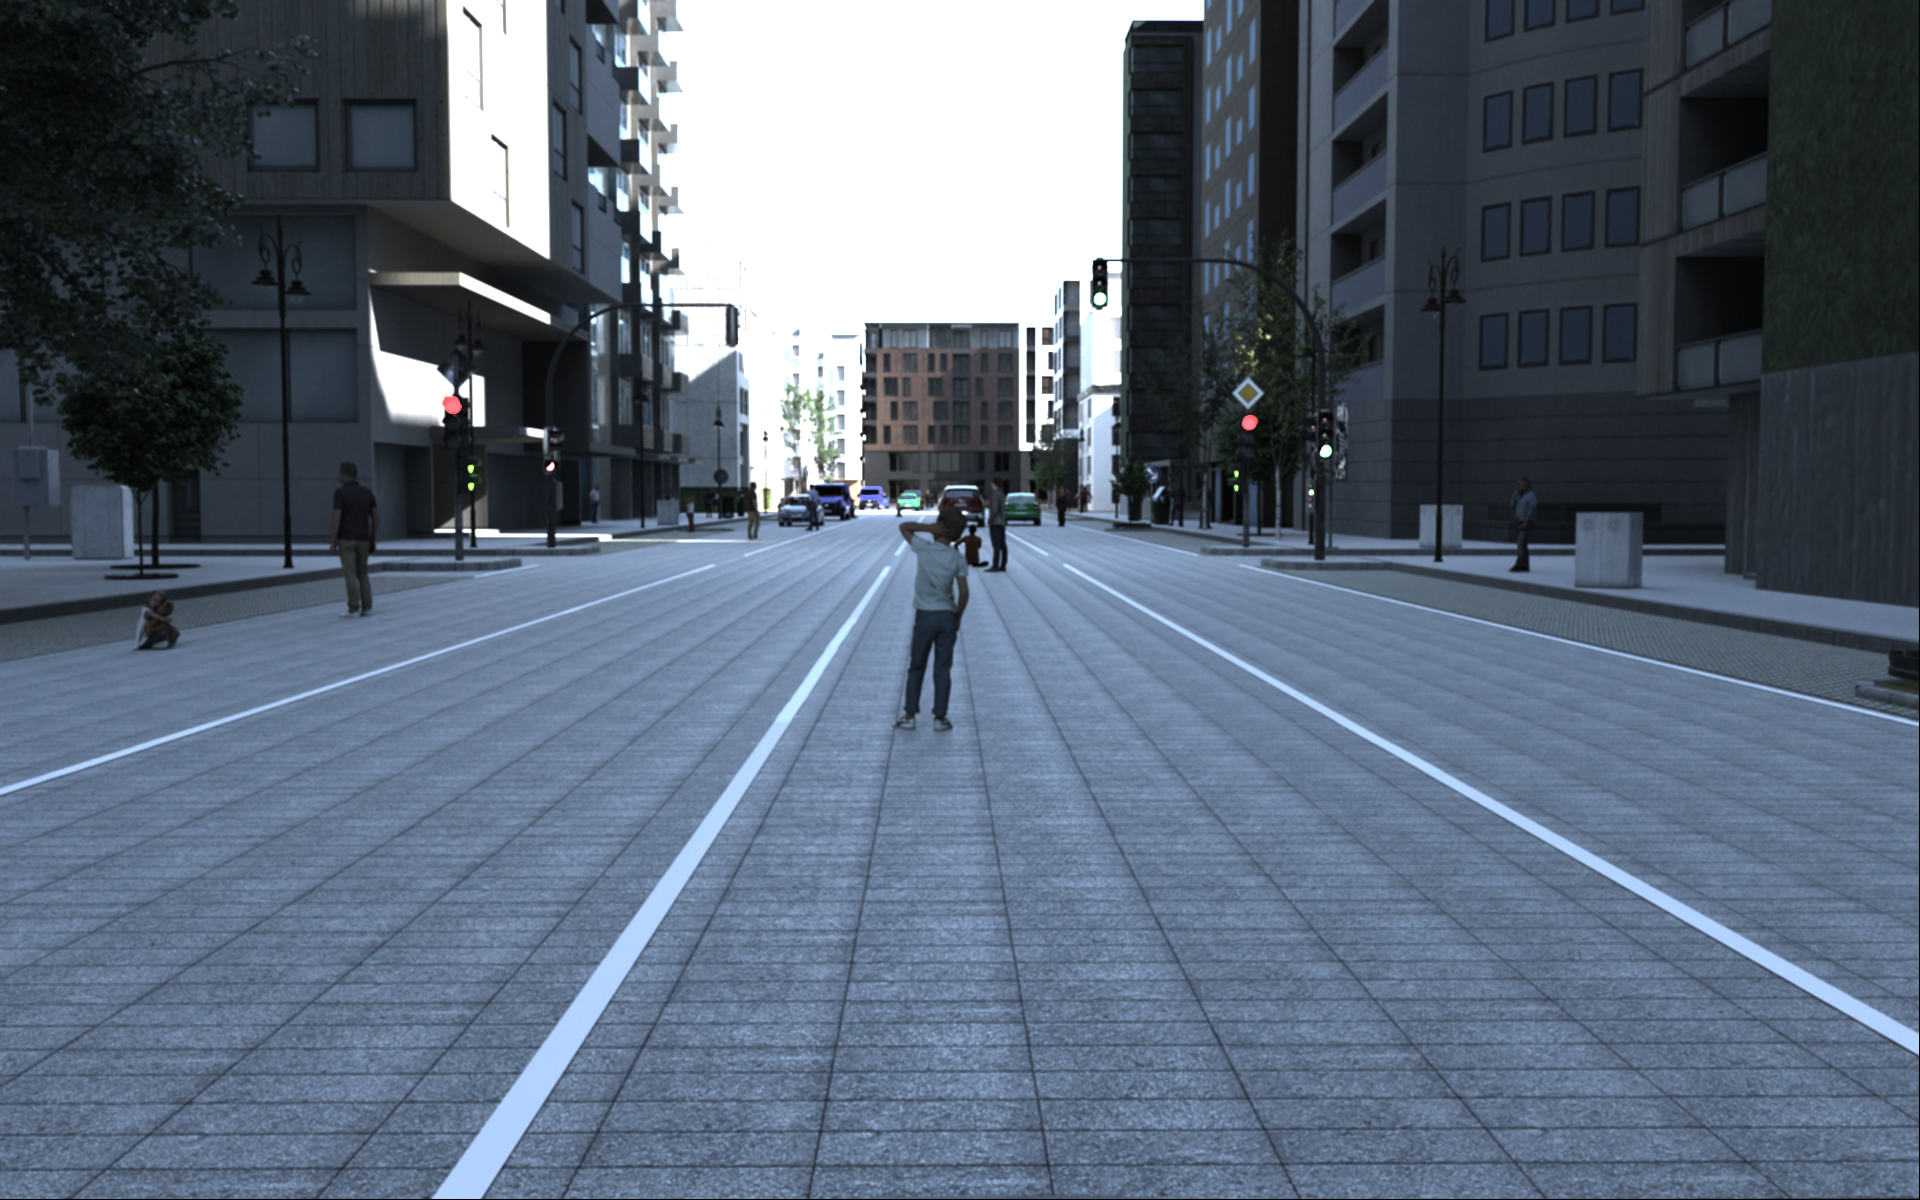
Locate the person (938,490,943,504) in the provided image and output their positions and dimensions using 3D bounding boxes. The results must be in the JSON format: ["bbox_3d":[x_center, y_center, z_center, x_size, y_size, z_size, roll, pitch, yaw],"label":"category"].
[{"bbox_3d":[-1.322,-6.959,122.952,0.551,1.740,0.621,1,4,9],"label":"person"}]

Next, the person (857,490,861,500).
[{"bbox_3d":[-9.164,-9.309,160.842,0.705,1.807,1.348,-3,5,-41],"label":"person"}]

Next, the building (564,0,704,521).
[{"bbox_3d":[-26.859,-28.899,92.115,23.786,49.044,30.456,0,4,-1],"label":"building"}]

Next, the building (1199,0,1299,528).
[{"bbox_3d":[17.969,-25.755,71.205,14.600,45.320,14.200,0,4,-1],"label":"building"}]

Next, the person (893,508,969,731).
[{"bbox_3d":[-0.180,0.114,10.540,0.435,1.345,0.340,-1,4,-10],"label":"person"}]

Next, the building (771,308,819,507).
[{"bbox_3d":[-21.452,-19.933,182.319,11.380,20.091,16.016,0,4,-1],"label":"building"}]

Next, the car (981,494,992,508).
[{"bbox_3d":[2.373,-9.129,159.049,2.009,1.686,4.222,0,4,-1],"label":"car"}]

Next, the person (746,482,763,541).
[{"bbox_3d":[-6.355,-2.740,53.430,0.434,1.807,0.598,-2,4,-23],"label":"person"}]

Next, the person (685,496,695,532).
[{"bbox_3d":[-10.110,-3.216,64.992,0.435,1.345,0.340,1,4,19],"label":"person"}]

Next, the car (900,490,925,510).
[{"bbox_3d":[-4.266,-8.998,155.783,2.281,1.827,5.304,0,4,-2],"label":"car"}]

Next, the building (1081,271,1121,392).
[{"bbox_3d":[18.808,-18.107,152.469,16.016,20.091,11.380,0,4,-1],"label":"building"}]

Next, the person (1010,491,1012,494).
[{"bbox_3d":[5.240,-10.188,175.866,1.217,1.735,0.721,2,4,35],"label":"person"}]

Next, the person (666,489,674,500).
[{"bbox_3d":[-14.407,-4.763,86.453,0.480,1.512,0.613,0,4,-2],"label":"person"}]

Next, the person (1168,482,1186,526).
[{"bbox_3d":[8.770,-3.881,69.945,0.683,1.767,0.568,0,4,-2],"label":"person"}]

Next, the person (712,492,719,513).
[{"bbox_3d":[-16.183,-6.435,114.443,0.799,1.438,0.628,3,5,44],"label":"person"}]

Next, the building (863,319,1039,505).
[{"bbox_3d":[4.699,-22.771,216.276,32.646,21.610,27.936,0,4,-1],"label":"building"}]

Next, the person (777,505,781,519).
[{"bbox_3d":[-9.824,-4.845,95.642,0.695,0.859,0.347,3,5,43],"label":"person"}]

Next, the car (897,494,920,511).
[{"bbox_3d":[-4.286,-8.300,144.495,1.959,1.807,4.718,0,4,1],"label":"car"}]

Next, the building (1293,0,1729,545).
[{"bbox_3d":[26.148,-31.193,52.003,28.212,58.520,21.231,0,4,-1],"label":"building"}]

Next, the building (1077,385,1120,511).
[{"bbox_3d":[14.649,-11.676,133.046,9.099,9.664,28.070,0,4,-1],"label":"building"}]

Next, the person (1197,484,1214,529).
[{"bbox_3d":[9.131,-3.523,64.465,0.655,1.722,0.431,1,4,22],"label":"person"}]

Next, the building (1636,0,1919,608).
[{"bbox_3d":[17.717,-20.812,23.869,14.154,41.232,14.086,0,4,-1],"label":"building"}]

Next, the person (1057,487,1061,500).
[{"bbox_3d":[8.224,-8.466,144.395,0.705,1.831,1.348,0,4,5],"label":"person"}]

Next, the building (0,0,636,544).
[{"bbox_3d":[-26.336,-28.493,55.099,28.713,52.752,27.495,0,4,-1],"label":"building"}]

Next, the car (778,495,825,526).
[{"bbox_3d":[-7.148,-4.064,78.443,2.014,1.417,4.499,0,4,1],"label":"car"}]

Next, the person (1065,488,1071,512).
[{"bbox_3d":[7.903,-7.342,127.012,0.541,1.710,0.530,0,4,2],"label":"person"}]

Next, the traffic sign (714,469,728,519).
[{"bbox_3d":[-12.099,-5.355,87.653,0.768,2.556,0.104,1,4,9],"label":"traffic sign"}]

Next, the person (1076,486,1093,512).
[{"bbox_3d":[8.837,-7.150,122.884,1.348,1.831,0.705,-1,4,-20],"label":"person"}]

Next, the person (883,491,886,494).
[{"bbox_3d":[-8.144,-10.830,186.236,0.621,1.740,0.551,1,4,22],"label":"person"}]

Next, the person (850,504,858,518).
[{"bbox_3d":[-6.471,-5.260,102.788,0.859,0.850,0.655,-1,4,-12],"label":"person"}]

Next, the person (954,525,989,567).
[{"bbox_3d":[0.182,-1.070,34.277,0.859,0.850,0.655,-1,4,-9],"label":"person"}]

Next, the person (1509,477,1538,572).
[{"bbox_3d":[9.246,-1.233,28.418,0.429,1.552,0.499,1,4,19],"label":"person"}]

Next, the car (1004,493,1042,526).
[{"bbox_3d":[2.825,-4.372,80.280,1.959,1.807,4.718,0,4,1],"label":"car"}]

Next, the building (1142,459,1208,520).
[{"bbox_3d":[26.447,-24.382,90.529,32.217,40.220,23.993,0,4,-1],"label":"building"}]

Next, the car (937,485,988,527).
[{"bbox_3d":[0.091,-4.174,76.917,2.281,1.827,5.304,0,4,1],"label":"car"}]

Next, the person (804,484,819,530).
[{"bbox_3d":[-5.876,-3.650,68.054,0.599,1.838,0.709,2,4,34],"label":"person"}]

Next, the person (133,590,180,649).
[{"bbox_3d":[-7.441,0.181,16.022,0.357,0.543,0.381,-1,4,-8],"label":"person"}]

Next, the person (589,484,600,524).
[{"bbox_3d":[-15.885,-4.199,75.637,0.436,1.711,0.756,2,4,26],"label":"person"}]

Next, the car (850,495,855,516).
[{"bbox_3d":[-7.860,-6.353,112.916,2.155,1.783,4.494,0,4,1],"label":"car"}]

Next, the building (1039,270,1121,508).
[{"bbox_3d":[23.160,-20.231,174.755,27.936,21.610,32.646,0,4,-1],"label":"building"}]

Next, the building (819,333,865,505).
[{"bbox_3d":[-17.468,-21.623,209.962,11.380,20.091,16.016,0,4,-1],"label":"building"}]

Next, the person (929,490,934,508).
[{"bbox_3d":[-2.967,-10.403,178.667,0.705,1.814,1.350,2,4,32],"label":"person"}]

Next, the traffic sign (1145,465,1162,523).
[{"bbox_3d":[8.446,-4.638,75.942,0.768,2.556,0.104,0,4,4],"label":"traffic sign"}]

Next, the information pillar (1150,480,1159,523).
[{"bbox_3d":[8.682,-4.448,77.217,0.304,2.012,0.304,2,4,30],"label":"information pillar"}]

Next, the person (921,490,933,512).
[{"bbox_3d":[-2.630,-7.890,138.029,1.217,1.766,0.721,-2,4,-34],"label":"person"}]

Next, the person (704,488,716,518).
[{"bbox_3d":[-13.654,-5.293,94.454,0.647,1.594,0.662,-1,4,-10],"label":"person"}]

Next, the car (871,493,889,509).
[{"bbox_3d":[-7.905,-9.874,171.029,1.945,1.707,3.694,0,4,1],"label":"car"}]

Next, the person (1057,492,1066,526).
[{"bbox_3d":[4.511,-4.036,76.764,0.388,1.546,0.482,-1,4,-21],"label":"person"}]

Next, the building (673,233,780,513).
[{"bbox_3d":[-23.738,-16.322,133.325,16.747,18.905,31.486,0,4,-1],"label":"building"}]

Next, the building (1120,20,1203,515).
[{"bbox_3d":[16.998,-20.674,109.724,14.160,30.474,14.107,0,4,-1],"label":"building"}]

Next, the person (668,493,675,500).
[{"bbox_3d":[-13.790,-4.468,83.002,0.435,1.345,0.340,1,4,16],"label":"person"}]

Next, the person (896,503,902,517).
[{"bbox_3d":[-3.805,-5.595,107.906,0.347,0.859,0.695,-1,4,-9],"label":"person"}]
